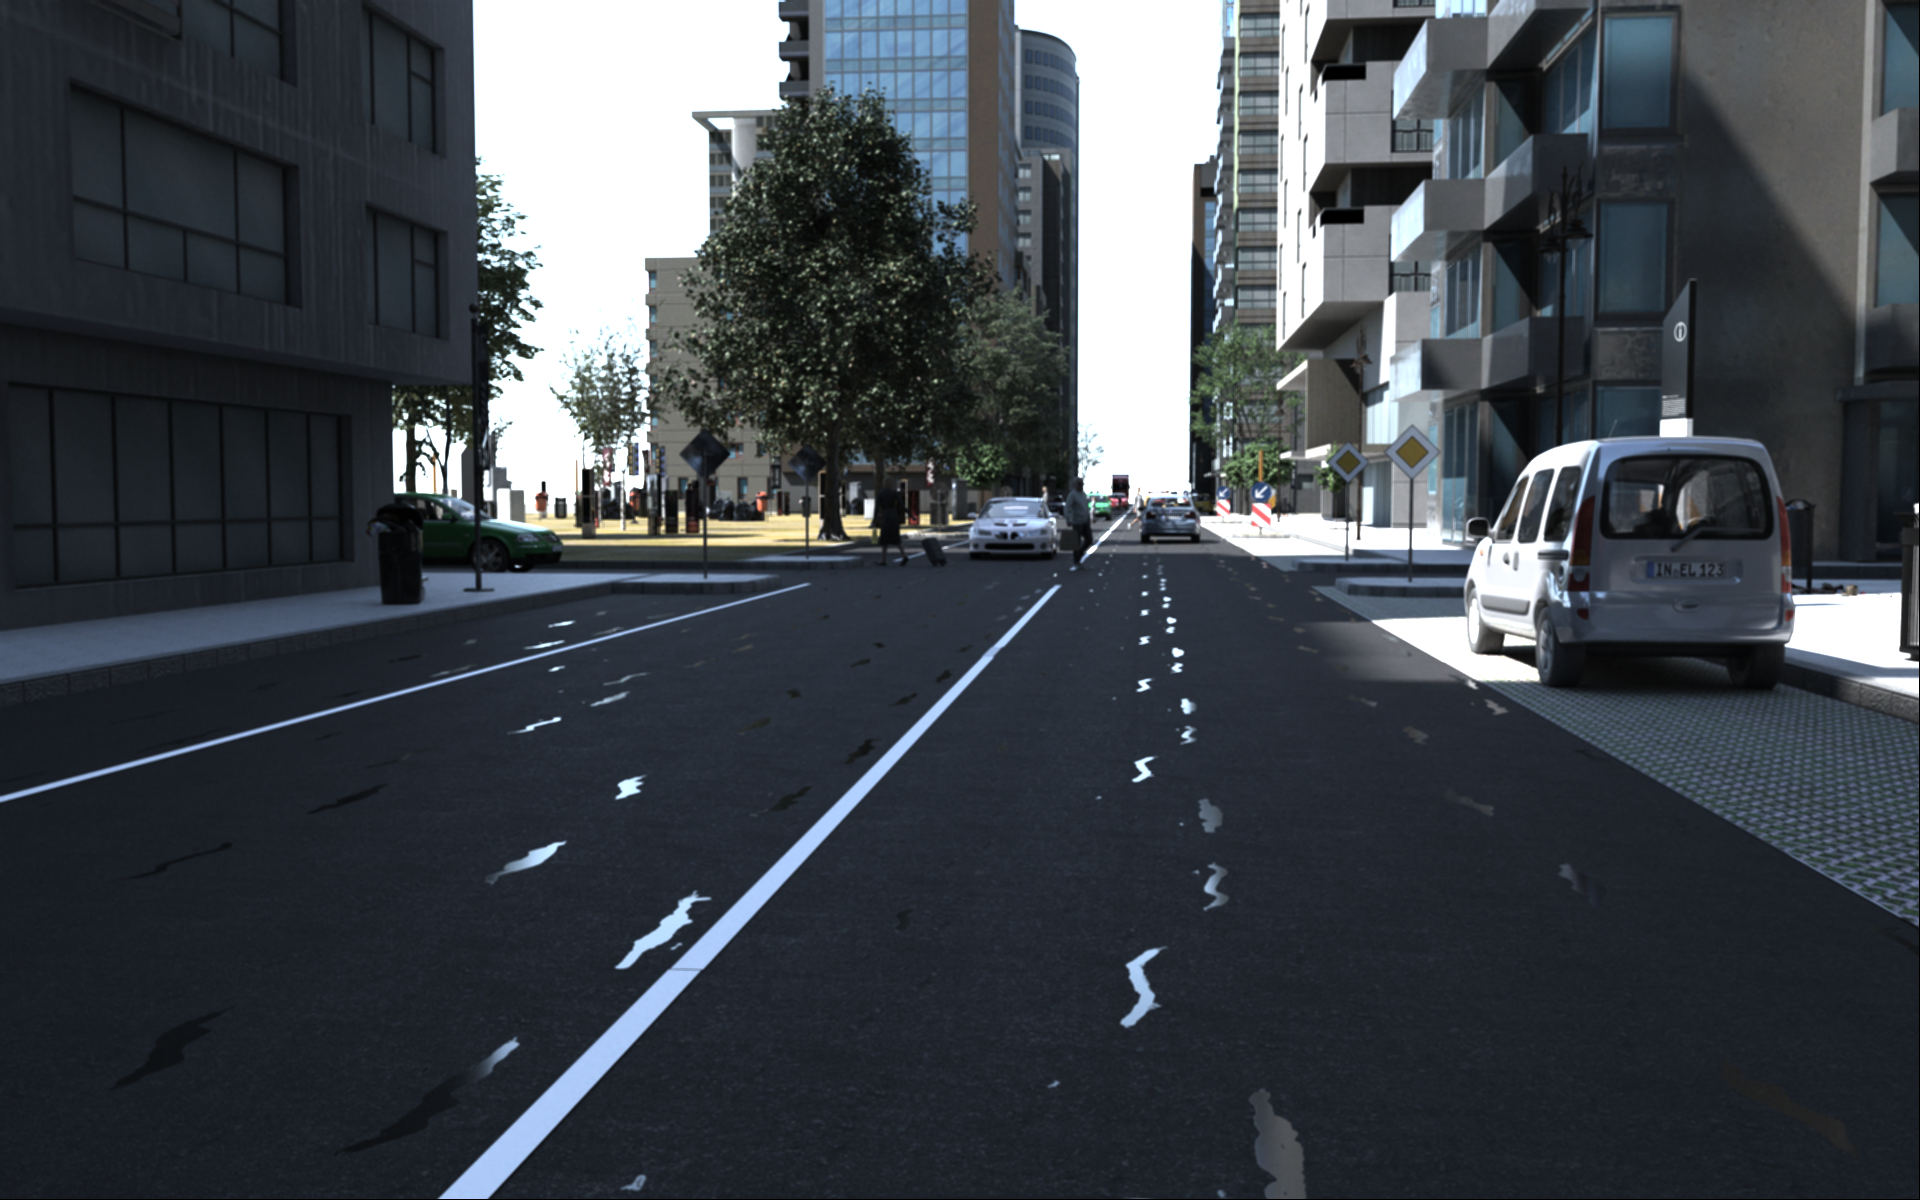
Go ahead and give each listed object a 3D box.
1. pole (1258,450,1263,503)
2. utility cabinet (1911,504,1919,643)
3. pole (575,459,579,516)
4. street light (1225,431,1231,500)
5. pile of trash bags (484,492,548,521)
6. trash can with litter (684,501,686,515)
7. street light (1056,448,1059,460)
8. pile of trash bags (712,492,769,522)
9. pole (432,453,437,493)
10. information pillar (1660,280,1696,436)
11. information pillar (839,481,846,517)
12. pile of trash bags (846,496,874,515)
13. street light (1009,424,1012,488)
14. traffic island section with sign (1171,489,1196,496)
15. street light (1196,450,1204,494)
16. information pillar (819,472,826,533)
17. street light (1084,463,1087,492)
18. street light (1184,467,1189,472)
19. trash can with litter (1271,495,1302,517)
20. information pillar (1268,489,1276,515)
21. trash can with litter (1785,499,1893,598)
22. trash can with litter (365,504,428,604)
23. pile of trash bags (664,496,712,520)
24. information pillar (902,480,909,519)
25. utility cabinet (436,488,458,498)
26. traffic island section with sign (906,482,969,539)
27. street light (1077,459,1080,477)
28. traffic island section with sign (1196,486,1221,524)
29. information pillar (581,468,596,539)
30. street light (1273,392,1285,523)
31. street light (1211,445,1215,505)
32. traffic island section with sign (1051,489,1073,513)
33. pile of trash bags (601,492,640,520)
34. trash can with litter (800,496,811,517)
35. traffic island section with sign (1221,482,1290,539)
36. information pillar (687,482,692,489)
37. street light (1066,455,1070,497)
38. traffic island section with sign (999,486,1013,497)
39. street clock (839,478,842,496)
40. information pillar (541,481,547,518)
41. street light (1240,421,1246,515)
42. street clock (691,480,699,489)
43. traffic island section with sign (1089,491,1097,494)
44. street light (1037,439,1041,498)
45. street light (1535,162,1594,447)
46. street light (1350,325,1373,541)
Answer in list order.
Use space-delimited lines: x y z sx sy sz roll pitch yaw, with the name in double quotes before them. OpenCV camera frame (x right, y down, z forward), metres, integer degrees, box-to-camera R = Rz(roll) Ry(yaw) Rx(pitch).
"pole" 14.061 -5.330 80.988 0.158 3.312 0.155 0 3 0
"utility cabinet" 8.760 -0.227 14.872 1.020 1.237 0.306 0 4 2
"pole" -22.253 -6.527 100.552 0.158 3.312 0.155 0 3 0
"street light" 19.165 -9.256 124.120 0.468 5.910 1.993 0 4 6
"pile of trash bags" -21.478 -4.468 82.811 3.447 1.369 1.912 -1 4 -23
"trash can with litter" -16.454 -5.822 106.573 1.055 1.170 0.624 2 4 29
"street light" 9.543 -12.078 170.264 0.468 5.910 1.993 0 4 6
"pile of trash bags" -9.912 -4.378 81.333 1.912 1.369 3.447 -2 4 -34
"pole" -26.147 -5.650 86.219 0.158 3.312 0.155 0 3 0
"information pillar" 7.954 -1.704 19.219 0.183 3.616 0.504 -1 4 -12
"information pillar" -6.572 -5.651 96.886 0.304 2.012 0.304 -2 4 -29
"pile of trash bags" -5.567 -5.904 106.282 3.447 1.369 1.912 -2 4 -29
"street light" 3.211 -8.445 110.859 0.468 5.910 1.993 0 4 6
"traffic island section with sign" 20.679 -9.229 159.521 1.989 1.847 2.006 0 4 6
"street light" 25.548 -12.876 183.317 0.468 5.910 1.993 0 4 6
"information pillar" -4.432 -3.193 56.694 0.304 2.012 0.304 1 4 10
"street light" 18.314 -17.108 252.508 0.468 5.910 1.993 0 4 6
"street light" 34.531 -17.922 265.813 0.468 5.910 1.993 0 4 6
"trash can with litter" 18.581 -5.362 98.734 1.678 1.210 2.233 0 4 7
"information pillar" 18.975 -6.981 105.487 0.504 3.616 0.183 0 4 -8
"trash can with litter" 10.967 -0.689 22.318 1.678 1.210 2.233 -1 4 -14
"trash can with litter" -6.630 -0.555 20.456 0.624 1.170 1.055 -1 4 -12
"pile of trash bags" -13.358 -4.757 87.524 3.447 1.369 1.912 1 4 15
"information pillar" -2.819 -5.205 89.592 0.304 2.012 0.304 2 4 25
"utility cabinet" -19.758 -3.555 66.802 0.318 1.500 1.173 -3 5 -44
"traffic island section with sign" -0.652 -2.933 56.586 1.989 1.847 2.006 0 4 6
"street light" 15.262 -15.301 222.964 0.468 5.910 1.993 0 4 6
"traffic island section with sign" 12.408 -4.523 82.572 1.989 1.847 2.006 0 4 6
"information pillar" -10.606 -2.750 49.449 0.304 2.012 0.304 1 4 12
"street light" 14.270 -6.398 77.401 0.468 5.910 1.993 0 4 6
"street light" 22.459 -11.061 153.638 0.468 5.910 1.993 0 4 6
"traffic island section with sign" 7.594 -7.636 133.470 1.989 1.847 2.006 0 4 6
"pile of trash bags" -17.210 -4.741 87.263 1.912 1.369 3.447 1 4 23
"trash can with litter" -8.550 -5.172 95.956 0.624 1.170 1.055 0 4 -1
"traffic island section with sign" 9.527 -2.880 55.717 1.989 1.847 2.006 0 4 6
"information pillar" -16.859 -6.346 108.254 0.304 2.012 0.304 1 4 13
"street light" 12.015 -13.496 193.441 0.468 5.910 1.993 0 4 6
"traffic island section with sign" 2.275 -4.604 83.902 1.989 1.847 2.006 0 4 6
"street clock" -5.426 -4.427 76.950 0.358 2.002 0.471 -1 4 -18
"information pillar" -22.598 -5.477 94.040 0.304 2.012 0.304 -1 4 -13
"street light" 17.381 -8.205 106.938 0.468 5.910 1.993 0 4 6
"street clock" -13.620 -5.168 89.073 0.358 2.002 0.471 1 4 18
"traffic island section with sign" 19.321 -14.316 242.694 1.989 1.847 2.006 0 4 6
"street light" 6.387 -10.254 140.442 0.468 5.910 1.993 0 4 6
"street light" 8.521 -3.167 24.572 0.468 5.910 1.993 0 4 6
"street light" 10.976 -4.571 47.521 0.468 5.910 1.993 0 4 6
